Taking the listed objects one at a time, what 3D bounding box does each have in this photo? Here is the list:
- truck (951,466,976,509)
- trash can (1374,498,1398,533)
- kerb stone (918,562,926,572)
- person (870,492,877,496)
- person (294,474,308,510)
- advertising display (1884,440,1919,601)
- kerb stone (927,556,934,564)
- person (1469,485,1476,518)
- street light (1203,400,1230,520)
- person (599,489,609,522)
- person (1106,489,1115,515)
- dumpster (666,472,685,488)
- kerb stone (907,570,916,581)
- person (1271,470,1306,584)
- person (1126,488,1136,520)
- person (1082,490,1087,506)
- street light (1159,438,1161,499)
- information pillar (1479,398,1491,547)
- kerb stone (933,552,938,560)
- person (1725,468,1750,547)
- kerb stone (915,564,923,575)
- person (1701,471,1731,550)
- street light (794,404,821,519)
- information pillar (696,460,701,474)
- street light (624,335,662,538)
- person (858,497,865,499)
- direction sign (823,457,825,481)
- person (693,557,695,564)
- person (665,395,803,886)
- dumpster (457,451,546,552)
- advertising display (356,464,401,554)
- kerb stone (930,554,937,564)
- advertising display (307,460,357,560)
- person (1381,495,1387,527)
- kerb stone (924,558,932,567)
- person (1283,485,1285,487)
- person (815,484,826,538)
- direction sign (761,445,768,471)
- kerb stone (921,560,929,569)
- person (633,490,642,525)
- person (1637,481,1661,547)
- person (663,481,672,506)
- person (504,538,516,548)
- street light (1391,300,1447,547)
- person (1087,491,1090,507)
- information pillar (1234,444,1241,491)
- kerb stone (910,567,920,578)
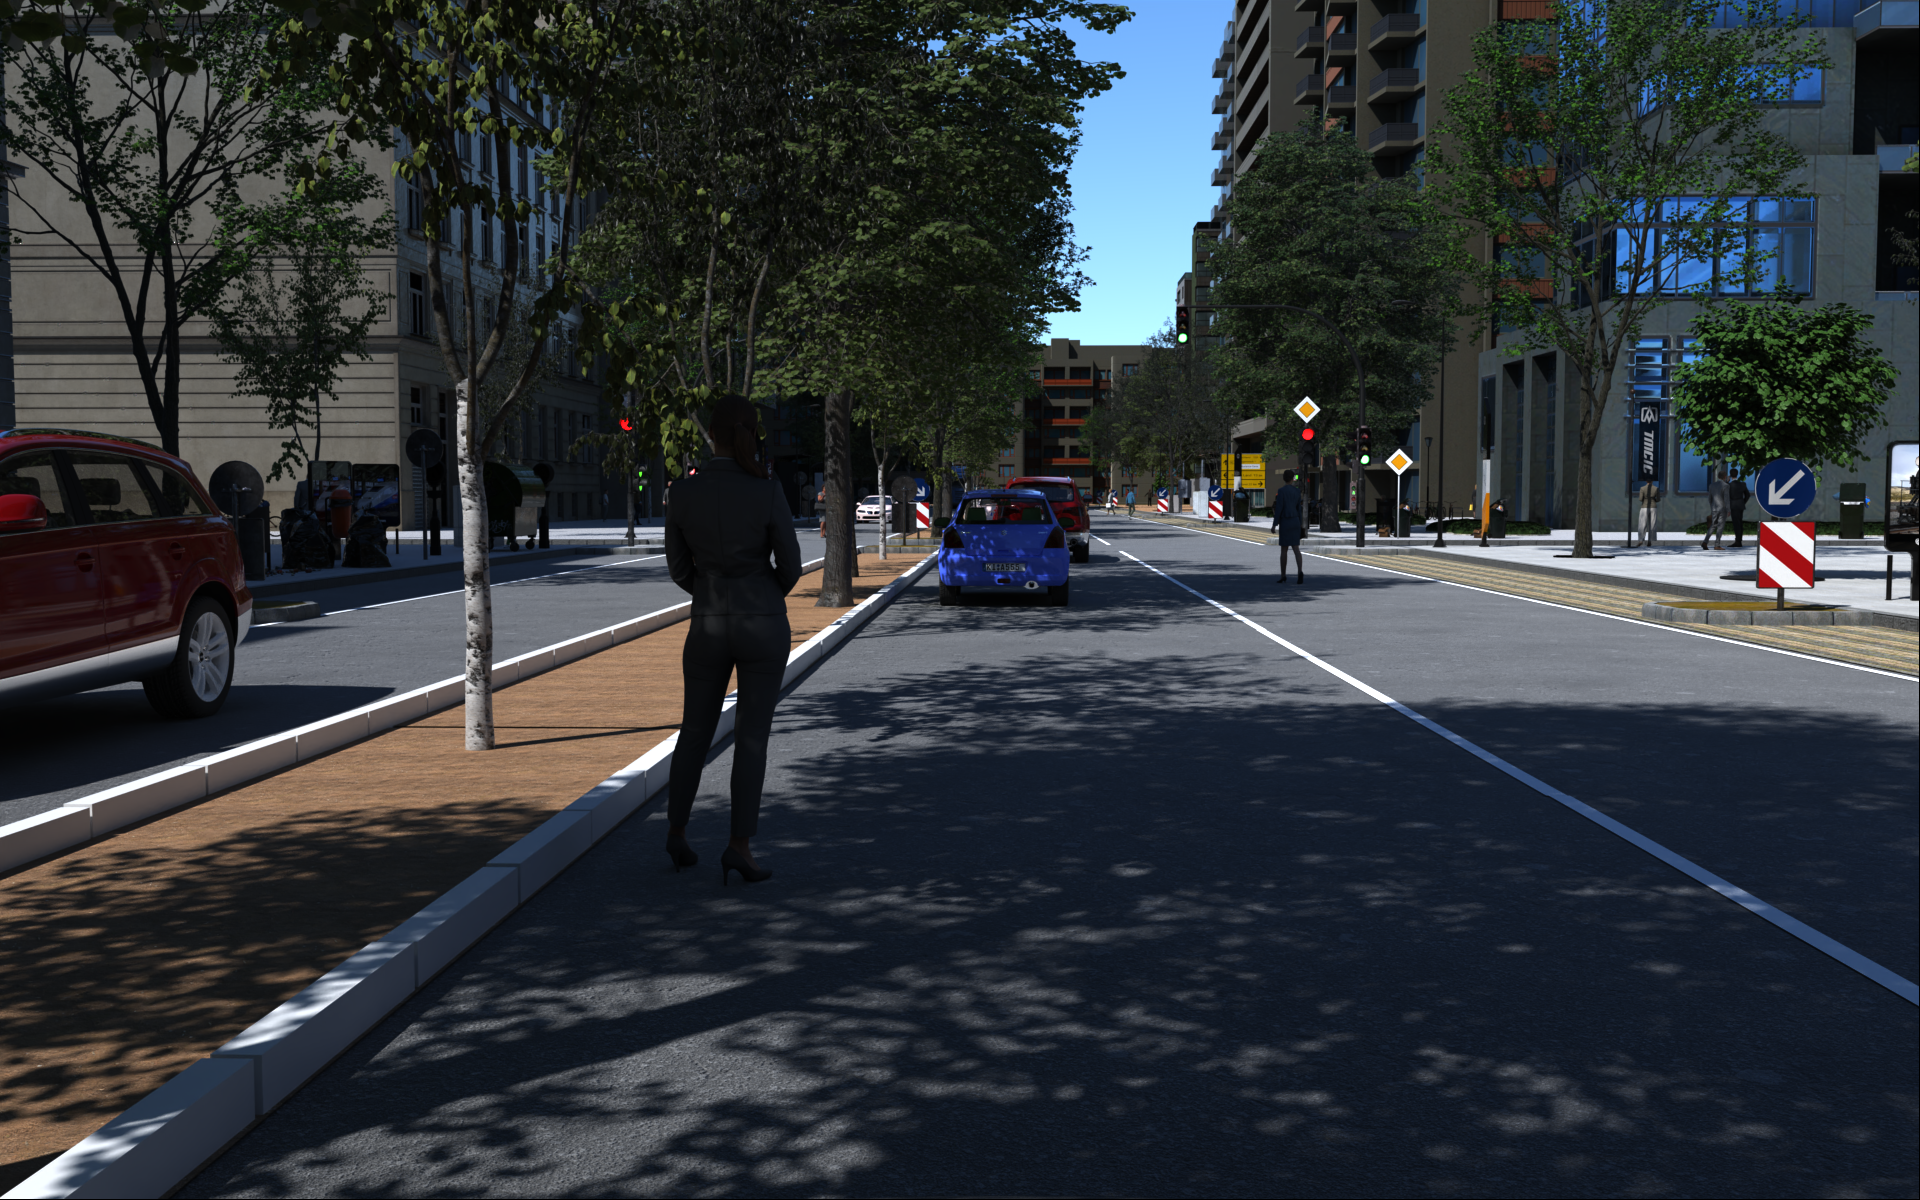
[{"bbox_3d":[0.232,-11.197,172.834,2.967,4.110,18.799,0,4,2],"label":"truck"},{"bbox_3d":[14.046,-2.782,57.134,0.748,1.137,0.748,0,3,0],"label":"trash can"},{"bbox_3d":[-0.741,-0.535,31.094,0.120,0.150,1.000,0,4,2],"label":"kerb stone"},{"bbox_3d":[-9.934,-11.904,200.685,1.348,1.823,0.705,-3,5,-44],"label":"person"},{"bbox_3d":[-13.716,-1.840,36.312,0.592,1.802,0.473,-2,4,-30],"label":"person"},{"bbox_3d":[11.628,-0.950,20.752,0.974,1.923,0.123,1,4,17],"label":"advertising display"},{"bbox_3d":[-0.644,-0.726,34.165,0.120,0.150,1.000,0,4,2],"label":"kerb stone"},{"bbox_3d":[27.022,-5.157,90.585,0.699,1.804,1.509,1,4,16],"label":"person"},{"bbox_3d":[12.667,-6.912,85.547,1.470,5.913,1.316,0,4,2],"label":"street light"},{"bbox_3d":[-16.281,-4.334,79.497,0.503,1.515,0.523,2,4,35],"label":"person"},{"bbox_3d":[10.203,-6.623,117.142,0.624,1.780,0.694,2,4,34],"label":"person"},{"bbox_3d":[-10.925,-4.105,69.618,1.502,2.255,1.985,0,4,2],"label":"dumpster"},{"bbox_3d":[-0.844,-0.355,28.022,0.120,0.150,1.000,0,4,2],"label":"kerb stone"},{"bbox_3d":[5.268,-1.173,27.697,0.581,1.822,0.654,-1,4,-9],"label":"person"},{"bbox_3d":[9.542,-5.378,96.772,0.444,1.785,0.601,-2,4,-32],"label":"person"},{"bbox_3d":[10.834,-8.668,150.740,0.721,1.766,1.217,-2,4,-28],"label":"person"},{"bbox_3d":[13.876,-9.306,124.700,1.470,5.913,1.316,0,4,2],"label":"street light"},{"bbox_3d":[12.733,-3.091,41.900,0.183,3.616,0.504,0,4,6],"label":"information pillar"},{"bbox_3d":[-0.570,-0.857,36.213,0.120,0.150,1.000,0,4,2],"label":"kerb stone"},{"bbox_3d":[18.703,-2.229,41.845,0.648,1.900,0.474,-2,4,-29],"label":"person"},{"bbox_3d":[-0.779,-0.482,30.068,0.120,0.150,1.000,0,4,2],"label":"kerb stone"},{"bbox_3d":[17.387,-2.049,39.666,0.853,1.813,0.709,-2,4,-30],"label":"person"},{"bbox_3d":[-7.922,-7.176,89.873,1.470,5.913,1.316,0,4,2],"label":"street light"},{"bbox_3d":[-10.360,-4.673,67.760,0.504,3.616,0.183,2,4,33],"label":"information pillar"},{"bbox_3d":[-9.154,-4.784,50.764,1.470,5.913,1.316,0,4,2],"label":"street light"},{"bbox_3d":[-8.192,-8.560,146.719,1.217,1.735,0.721,3,5,40],"label":"person"},{"bbox_3d":[-8.246,-6.962,105.829,0.379,3.537,0.876,-1,4,-19],"label":"direction sign"},{"bbox_3d":[-5.054,-1.624,35.142,0.778,1.811,0.616,-3,5,-39],"label":"person"},{"bbox_3d":[-0.849,0.141,6.466,0.520,1.790,0.573,0,4,-6],"label":"person"},{"bbox_3d":[-10.364,-2.242,39.158,1.502,2.255,1.985,0,4,2],"label":"dumpster"},{"bbox_3d":[-12.402,-1.932,36.797,0.974,1.923,0.123,-2,4,-32],"label":"advertising display"},{"bbox_3d":[-0.610,-0.794,35.186,0.120,0.150,1.000,0,4,2],"label":"kerb stone"},{"bbox_3d":[-12.192,-1.734,33.567,0.123,1.923,0.974,2,4,30],"label":"advertising display"},{"bbox_3d":[15.924,-3.312,64.882,0.352,1.250,0.332,2,4,35],"label":"person"},{"bbox_3d":[-0.677,-0.670,33.144,0.120,0.150,1.000,0,4,2],"label":"kerb stone"},{"bbox_3d":[18.698,-5.734,100.073,0.850,1.792,0.678,0,4,4],"label":"person"},{"bbox_3d":[-4.433,-2.920,56.604,0.532,1.782,0.716,3,5,44],"label":"person"},{"bbox_3d":[-8.996,-5.374,79.859,0.379,3.537,0.876,1,4,12],"label":"direction sign"},{"bbox_3d":[-0.711,-0.605,32.122,0.120,0.150,1.000,0,4,2],"label":"kerb stone"},{"bbox_3d":[-13.340,-4.011,71.534,0.656,1.842,0.836,2,4,26],"label":"person"},{"bbox_3d":[16.822,-2.185,42.313,0.519,1.759,0.362,1,4,13],"label":"person"},{"bbox_3d":[-11.131,-3.694,66.831,0.661,1.777,0.834,0,4,-5],"label":"person"},{"bbox_3d":[-10.731,-1.895,41.276,0.306,1.304,0.590,1,4,15],"label":"person"},{"bbox_3d":[11.026,-4.224,41.604,1.470,5.913,1.316,0,4,2],"label":"street light"},{"bbox_3d":[13.699,-10.835,186.371,0.721,1.743,1.217,3,5,44],"label":"person"},{"bbox_3d":[13.093,-5.522,81.640,0.183,3.616,0.504,-2,4,-25],"label":"information pillar"},{"bbox_3d":[-0.810,-0.413,29.047,0.120,0.150,1.000,0,4,2],"label":"kerb stone"}]
